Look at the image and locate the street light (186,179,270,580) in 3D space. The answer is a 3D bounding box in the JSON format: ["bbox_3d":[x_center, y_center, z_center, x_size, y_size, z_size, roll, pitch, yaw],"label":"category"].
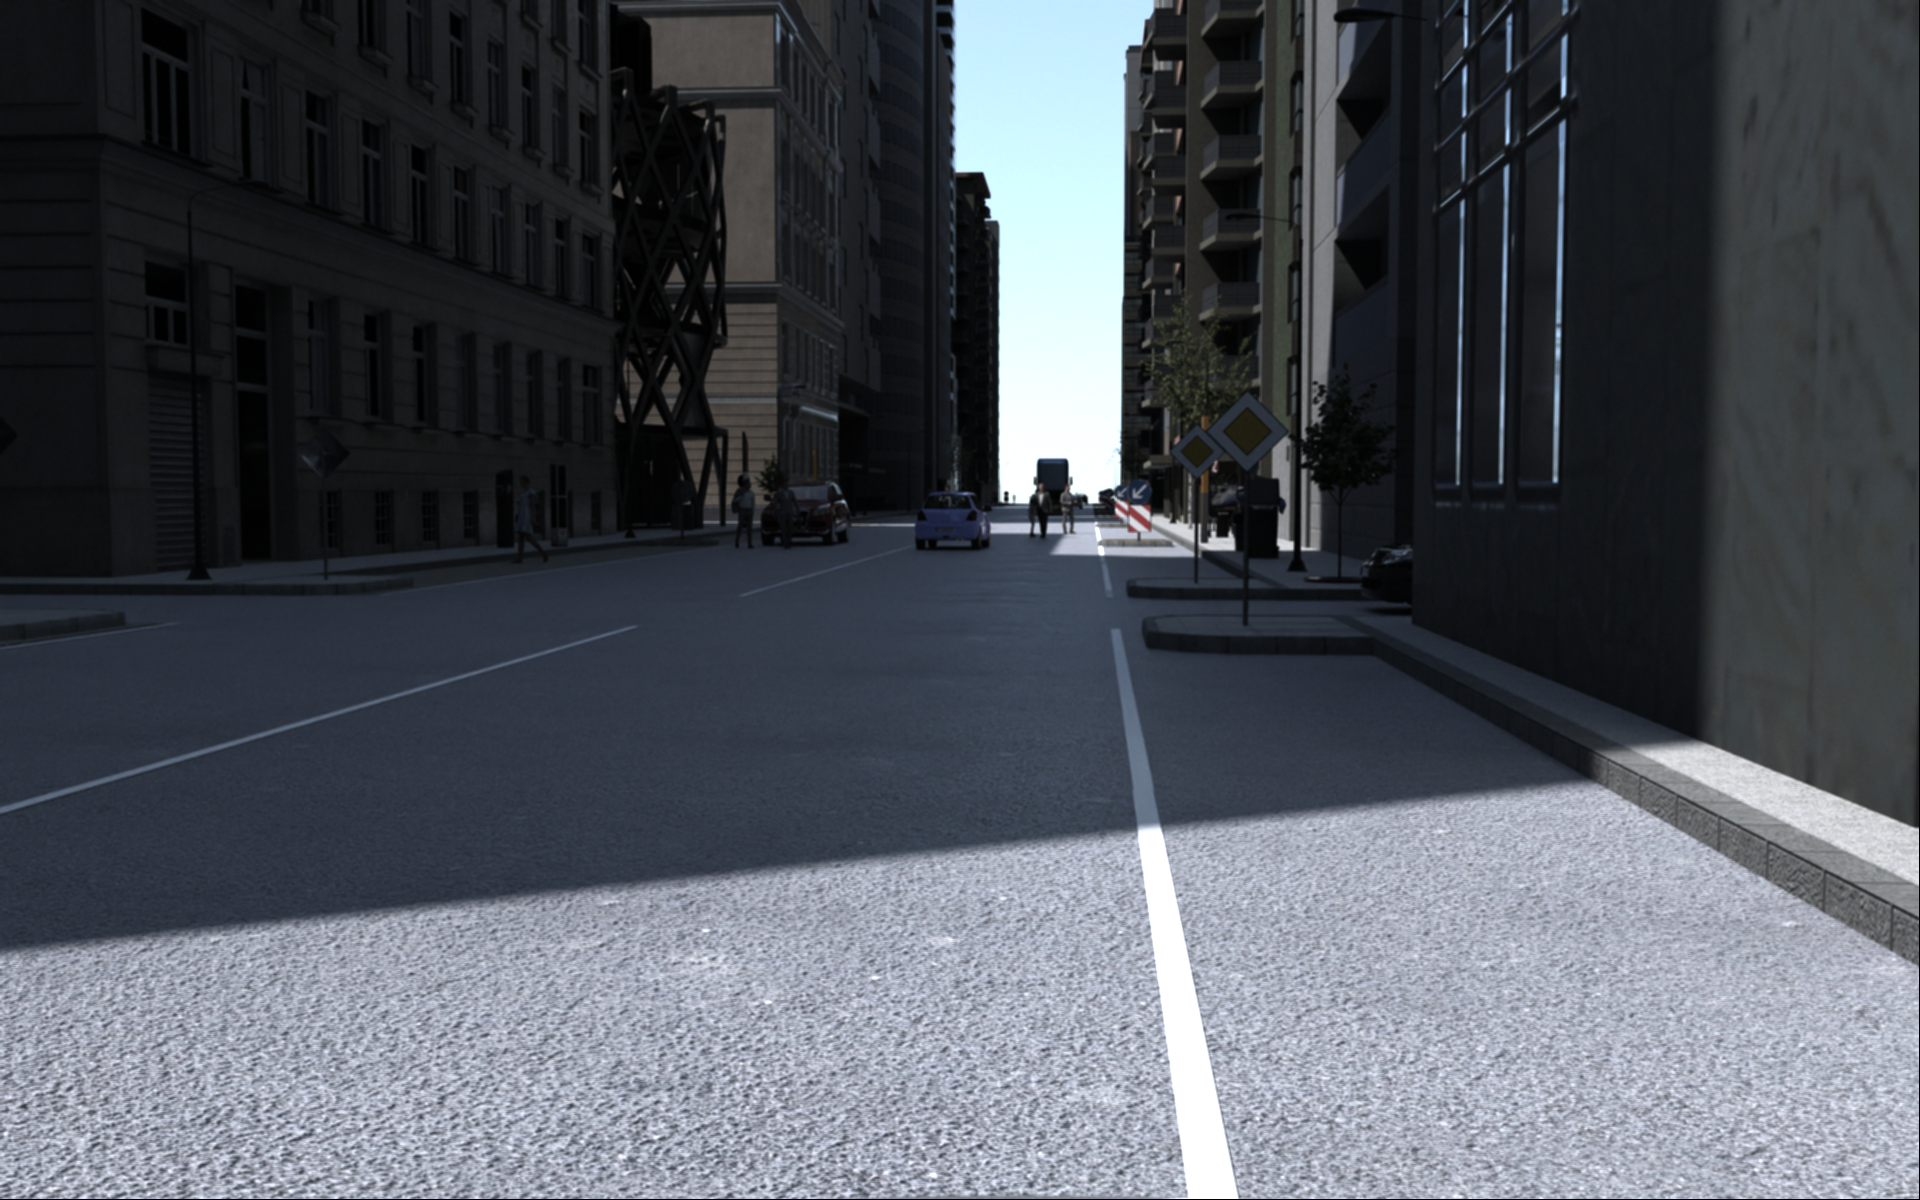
[{"bbox_3d":[-10.885,-3.256,25.772,1.470,5.913,1.316,0,4,4],"label":"street light"}]

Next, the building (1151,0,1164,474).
[{"bbox_3d":[28.447,-33.125,130.840,28.713,52.752,27.495,0,4,4],"label":"building"}]

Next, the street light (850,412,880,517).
[{"bbox_3d":[-5.478,-7.654,97.681,1.470,5.913,1.316,0,4,4],"label":"street light"}]

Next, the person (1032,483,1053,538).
[{"bbox_3d":[2.676,-2.916,56.568,0.661,1.777,0.834,1,4,12],"label":"person"}]

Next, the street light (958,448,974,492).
[{"bbox_3d":[0.409,-12.320,173.978,1.470,5.913,1.316,0,4,4],"label":"street light"}]

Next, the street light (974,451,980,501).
[{"bbox_3d":[1.128,-12.996,185.025,1.470,5.913,1.316,0,4,4],"label":"street light"}]

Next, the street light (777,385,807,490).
[{"bbox_3d":[-7.235,-6.209,74.051,1.470,5.913,1.316,0,4,4],"label":"street light"}]

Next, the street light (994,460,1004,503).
[{"bbox_3d":[4.766,-15.927,232.941,1.470,5.913,1.316,0,4,4],"label":"street light"}]

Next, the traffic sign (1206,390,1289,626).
[{"bbox_3d":[2.785,-0.808,16.859,0.795,2.450,0.064,0,4,4],"label":"traffic sign"}]

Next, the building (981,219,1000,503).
[{"bbox_3d":[-1.626,-34.769,252.059,14.154,41.232,14.086,0,4,4],"label":"building"}]

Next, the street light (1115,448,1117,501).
[{"bbox_3d":[14.596,-10.986,152.160,1.470,5.913,1.316,0,4,4],"label":"street light"}]

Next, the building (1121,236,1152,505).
[{"bbox_3d":[25.321,-25.858,194.473,14.160,30.474,14.107,0,4,4],"label":"building"}]

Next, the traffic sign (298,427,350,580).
[{"bbox_3d":[-9.467,-1.356,25.812,0.795,2.450,0.064,0,4,4],"label":"traffic sign"}]

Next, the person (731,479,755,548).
[{"bbox_3d":[-5.749,-2.288,46.005,0.679,1.850,0.850,-2,4,-33],"label":"person"}]

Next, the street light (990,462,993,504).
[{"bbox_3d":[2.867,-14.440,208.635,1.470,5.913,1.316,0,4,4],"label":"street light"}]

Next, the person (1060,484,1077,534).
[{"bbox_3d":[3.945,-3.294,62.554,0.583,1.804,0.606,3,5,42],"label":"person"}]

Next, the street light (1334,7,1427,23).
[{"bbox_3d":[4.270,-2.699,16.675,1.470,5.913,1.316,0,4,4],"label":"street light"}]

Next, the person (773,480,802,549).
[{"bbox_3d":[-4.532,-2.249,45.384,0.709,1.813,0.853,-2,4,-27],"label":"person"}]

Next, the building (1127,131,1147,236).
[{"bbox_3d":[27.160,-34.151,208.483,14.600,45.320,14.200,0,4,4],"label":"building"}]

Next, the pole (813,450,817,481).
[{"bbox_3d":[-6.729,-5.306,80.603,0.158,3.312,0.155,0,3,0],"label":"pole"}]

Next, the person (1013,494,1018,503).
[{"bbox_3d":[7.814,-14.531,249.307,0.991,1.433,0.599,-1,4,-10],"label":"person"}]

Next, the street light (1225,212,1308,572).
[{"bbox_3d":[5.067,-3.433,28.672,1.470,5.913,1.316,0,4,4],"label":"street light"}]

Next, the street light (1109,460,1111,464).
[{"bbox_3d":[17.159,-13.154,187.609,1.470,5.913,1.316,0,4,4],"label":"street light"}]

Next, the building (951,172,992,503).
[{"bbox_3d":[-7.297,-35.219,230.457,22.147,44.769,28.867,0,4,4],"label":"building"}]

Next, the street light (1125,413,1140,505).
[{"bbox_3d":[10.418,-7.765,99.492,1.470,5.913,1.316,0,4,4],"label":"street light"}]

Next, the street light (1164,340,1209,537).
[{"bbox_3d":[6.902,-4.877,52.275,1.470,5.913,1.316,0,4,4],"label":"street light"}]

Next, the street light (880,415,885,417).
[{"bbox_3d":[-5.108,-7.946,102.461,1.470,5.913,1.316,0,4,4],"label":"street light"}]

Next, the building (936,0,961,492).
[{"bbox_3d":[-10.604,-54.221,199.182,22.319,86.520,31.000,0,4,4],"label":"building"}]

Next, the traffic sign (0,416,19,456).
[{"bbox_3d":[-10.071,-0.869,17.850,0.795,2.450,0.064,0,4,4],"label":"traffic sign"}]

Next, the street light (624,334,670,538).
[{"bbox_3d":[-9.113,-4.765,50.452,1.470,5.913,1.316,0,4,4],"label":"street light"}]

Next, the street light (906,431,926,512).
[{"bbox_3d":[-3.213,-9.431,126.744,1.470,5.913,1.316,0,4,4],"label":"street light"}]

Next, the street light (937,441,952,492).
[{"bbox_3d":[-1.406,-10.875,150.349,1.470,5.913,1.316,0,4,4],"label":"street light"}]

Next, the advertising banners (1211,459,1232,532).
[{"bbox_3d":[9.052,-3.832,58.838,0.090,3.025,2.074,-1,4,-23],"label":"advertising banners"}]

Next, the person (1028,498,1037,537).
[{"bbox_3d":[2.441,-2.759,57.883,0.394,1.301,0.425,-3,5,-40],"label":"person"}]

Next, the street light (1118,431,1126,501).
[{"bbox_3d":[12.653,-9.524,128.257,1.470,5.913,1.316,0,4,4],"label":"street light"}]

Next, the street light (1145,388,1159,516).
[{"bbox_3d":[8.813,-6.320,75.872,1.470,5.913,1.316,0,4,4],"label":"street light"}]

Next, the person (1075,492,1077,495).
[{"bbox_3d":[16.631,-14.468,245.855,0.445,1.727,0.742,3,5,42],"label":"person"}]

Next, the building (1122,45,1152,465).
[{"bbox_3d":[32.141,-42.014,228.931,21.231,58.520,28.212,0,4,4],"label":"building"}]

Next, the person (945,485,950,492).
[{"bbox_3d":[-0.451,-3.385,64.186,0.721,1.781,0.623,3,5,42],"label":"person"}]

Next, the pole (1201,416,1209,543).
[{"bbox_3d":[6.403,-3.146,45.278,0.158,3.312,0.155,0,3,0],"label":"pole"}]

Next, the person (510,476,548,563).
[{"bbox_3d":[-8.938,-1.663,35.784,0.778,1.811,0.616,-2,4,-29],"label":"person"}]

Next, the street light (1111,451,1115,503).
[{"bbox_3d":[16.321,-12.441,175.945,1.470,5.913,1.316,0,4,4],"label":"street light"}]

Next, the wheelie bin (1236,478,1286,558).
[{"bbox_3d":[6.036,-1.643,34.764,0.980,1.594,0.693,0,4,7],"label":"wheelie bin"}]

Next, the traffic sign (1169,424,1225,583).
[{"bbox_3d":[3.389,-1.295,24.821,0.795,2.450,0.064,0,4,4],"label":"traffic sign"}]
